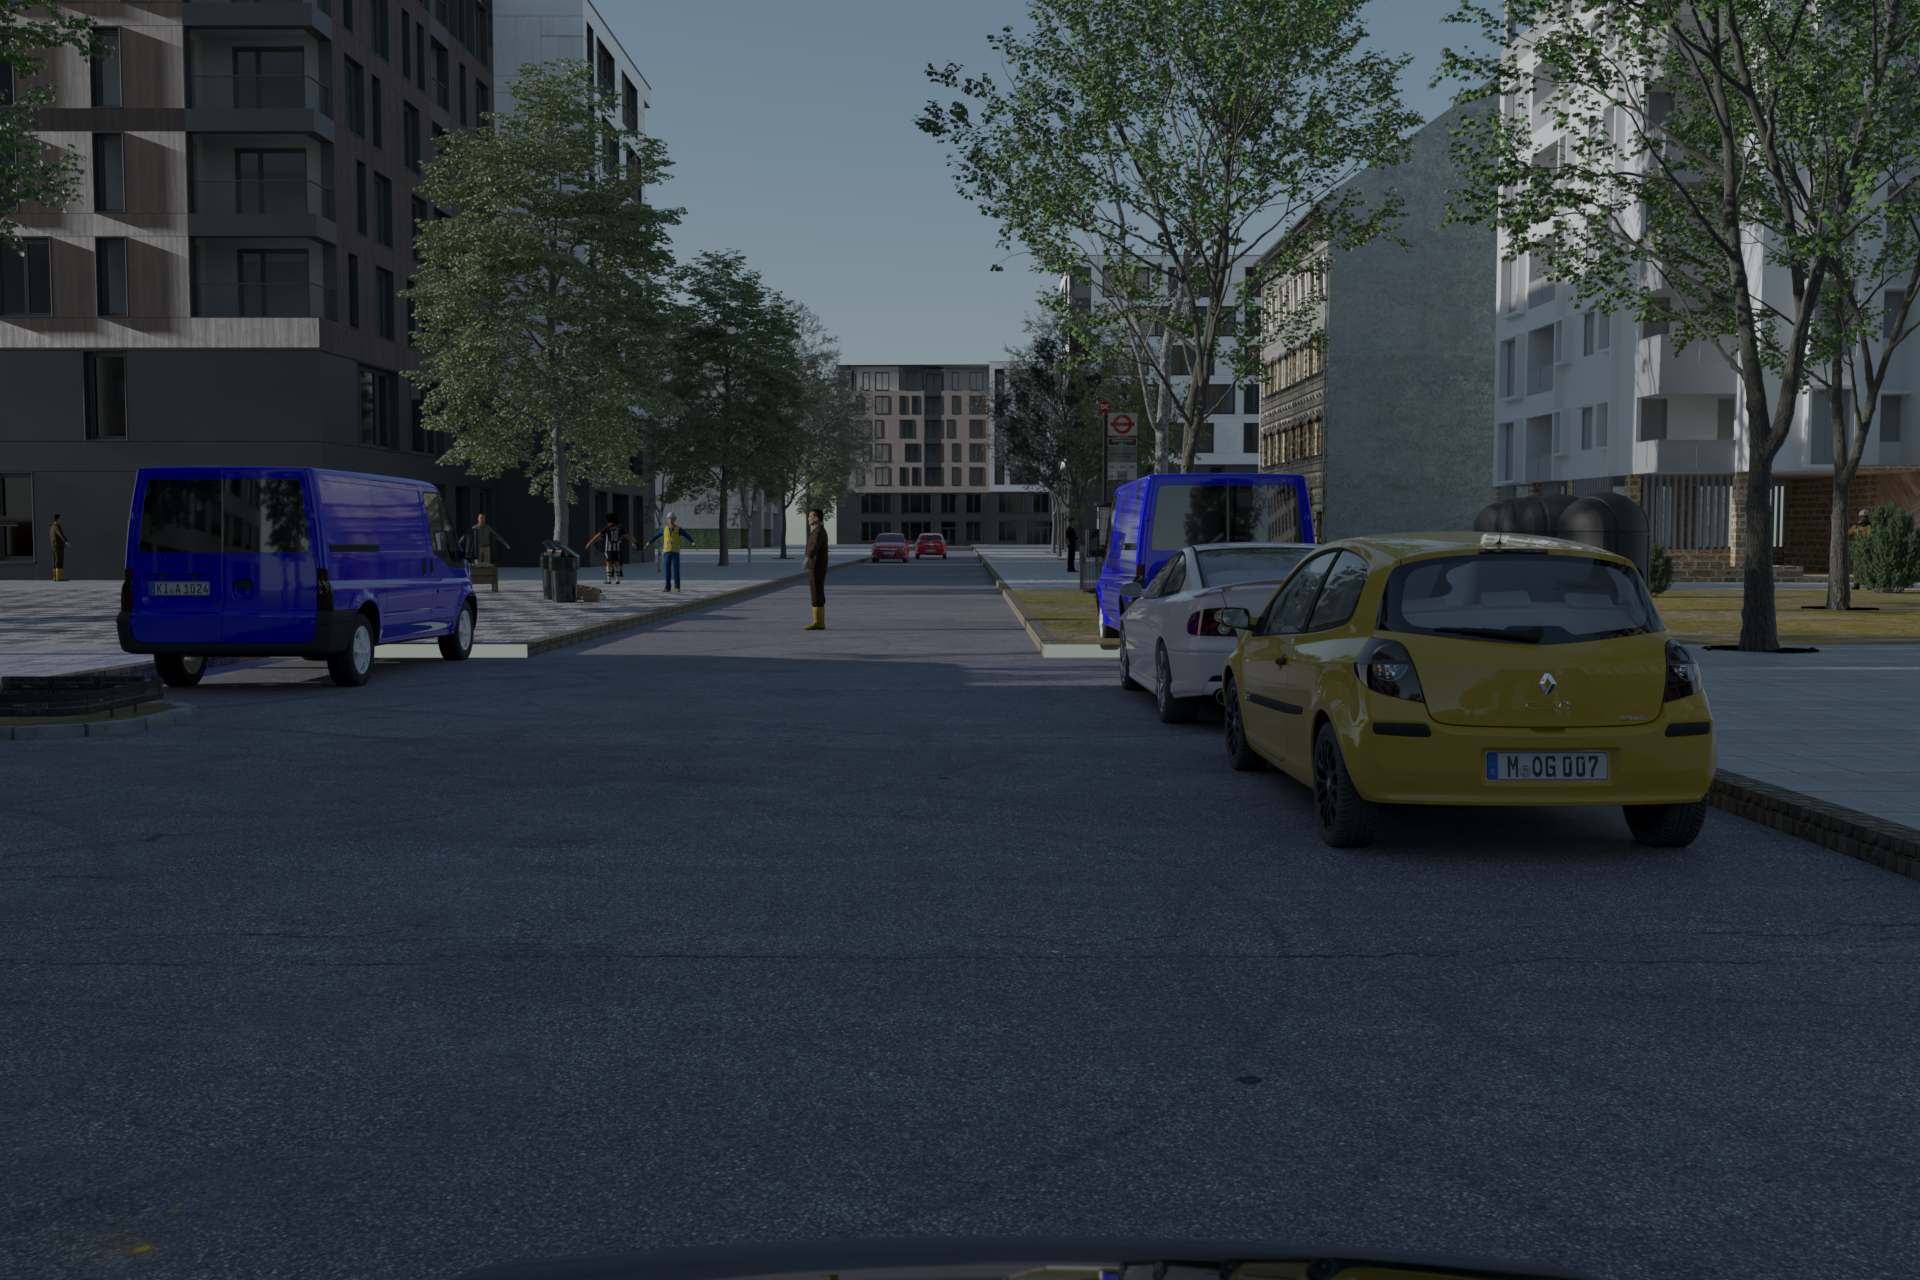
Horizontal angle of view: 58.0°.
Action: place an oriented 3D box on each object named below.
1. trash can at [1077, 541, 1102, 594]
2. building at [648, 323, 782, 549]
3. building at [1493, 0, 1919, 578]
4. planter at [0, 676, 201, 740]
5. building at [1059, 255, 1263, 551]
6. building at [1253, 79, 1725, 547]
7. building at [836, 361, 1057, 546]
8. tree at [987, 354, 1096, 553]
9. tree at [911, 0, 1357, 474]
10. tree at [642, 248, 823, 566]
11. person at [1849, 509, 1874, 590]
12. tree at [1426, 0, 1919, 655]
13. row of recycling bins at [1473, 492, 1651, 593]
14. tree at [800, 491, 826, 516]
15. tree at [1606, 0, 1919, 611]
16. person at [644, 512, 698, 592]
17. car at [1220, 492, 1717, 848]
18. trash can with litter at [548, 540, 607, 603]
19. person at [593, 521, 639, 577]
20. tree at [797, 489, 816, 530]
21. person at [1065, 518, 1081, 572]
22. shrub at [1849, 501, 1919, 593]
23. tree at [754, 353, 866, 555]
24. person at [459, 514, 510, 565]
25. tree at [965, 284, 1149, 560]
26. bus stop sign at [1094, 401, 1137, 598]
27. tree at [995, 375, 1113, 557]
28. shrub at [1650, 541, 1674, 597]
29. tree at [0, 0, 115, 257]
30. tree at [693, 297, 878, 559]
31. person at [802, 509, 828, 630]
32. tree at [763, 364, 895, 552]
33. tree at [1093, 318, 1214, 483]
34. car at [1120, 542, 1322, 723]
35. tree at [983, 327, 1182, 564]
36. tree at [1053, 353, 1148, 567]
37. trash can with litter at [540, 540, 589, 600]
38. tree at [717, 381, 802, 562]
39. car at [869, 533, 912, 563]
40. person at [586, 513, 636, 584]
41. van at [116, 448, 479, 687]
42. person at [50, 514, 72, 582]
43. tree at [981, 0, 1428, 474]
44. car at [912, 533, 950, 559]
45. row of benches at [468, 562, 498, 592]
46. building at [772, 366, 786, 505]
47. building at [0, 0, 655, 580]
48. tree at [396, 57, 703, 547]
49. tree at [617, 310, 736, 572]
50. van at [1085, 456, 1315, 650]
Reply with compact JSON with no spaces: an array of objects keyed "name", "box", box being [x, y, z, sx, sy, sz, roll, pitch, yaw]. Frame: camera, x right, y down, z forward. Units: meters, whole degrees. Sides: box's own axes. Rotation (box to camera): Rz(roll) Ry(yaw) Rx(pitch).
[{"name":"trash can","box":[2.893,-1.581,37.496,0.748,1.137,0.748,0,3,0]},{"name":"building","box":[-26.826,-18.017,161.037,16.747,18.905,31.486,0,4,1]},{"name":"building","box":[23.648,-12.337,58.130,16.016,20.090,11.380,0,4,0]},{"name":"planter","box":[-6.920,0.496,13.027,1.991,0.319,1.994,0,4,0]},{"name":"building","box":[22.029,-18.304,143.249,27.936,21.610,32.646,0,4,0]},{"name":"building","box":[26.065,-15.726,88.044,19.493,23.208,18.063,0,4,0]},{"name":"building","box":[1.866,-22.688,217.377,32.646,21.610,27.936,0,4,3]},{"name":"tree","box":[6.330,-12.521,115.085,12.009,13.543,11.850,0,3,0]},{"name":"tree","box":[4.851,-11.658,46.502,12.611,20.169,13.585,0,3,0]},{"name":"tree","box":[-9.145,-9.253,69.411,7.486,12.596,7.792,0,3,0]},{"name":"person","box":[20.769,-2.082,39.811,1.354,1.858,0.705,3,4,38]},{"name":"tree","box":[8.892,-5.687,18.738,9.928,11.665,9.643,0,3,0]},{"name":"row of recycling bins","box":[6.255,-0.686,18.334,1.069,1.692,3.534,0,4,0]},{"name":"tree","box":[-17.601,-16.340,217.513,4.360,8.622,3.978,0,3,0]},{"name":"tree","box":[15.117,-6.323,29.133,9.928,11.665,9.643,0,3,0]},{"name":"person","box":[-6.385,-1.947,38.290,1.216,1.772,0.721,0,4,6]},{"name":"car","box":[2.499,0.053,9.349,2.015,1.641,3.980,0,4,-1]},{"name":"trash can with litter","box":[-7.197,-1.297,32.594,1.055,1.170,0.624,0,4,1]},{"name":"person","box":[-10.302,-2.819,51.865,1.354,1.856,0.705,0,4,-6]},{"name":"tree","box":[-17.524,-16.061,212.951,4.360,8.622,3.978,0,3,0]},{"name":"person","box":[3.794,-3.211,58.432,0.705,1.837,1.347,2,4,24]},{"name":"shrub","box":[20.189,-2.032,37.641,1.690,2.028,1.600,0,3,0]},{"name":"tree","box":[-9.665,-11.650,108.599,7.486,12.596,7.792,0,3,0]},{"name":"person","box":[-12.263,-2.336,44.469,1.348,1.796,0.705,-2,4,-25]},{"name":"tree","box":[5.384,-10.756,86.227,12.009,13.543,11.850,0,3,0]},{"name":"bus stop sign","box":[3.120,-2.819,34.795,0.855,3.939,0.416,0,4,-2]},{"name":"tree","box":[5.782,-9.997,97.858,8.767,10.594,7.601,2,4,24]},{"name":"shrub","box":[13.974,-1.471,35.163,1.383,1.207,1.383,0,3,0]},{"name":"tree","box":[-13.094,-5.641,17.986,9.928,11.665,9.643,0,3,0]},{"name":"tree","box":[-9.000,-10.943,89.290,12.009,13.543,11.850,0,3,0]},{"name":"person","box":[-2.171,-1.061,25.943,0.704,1.812,1.346,0,4,2]},{"name":"tree","box":[-9.703,-13.010,123.085,12.009,13.543,11.850,0,3,0]},{"name":"tree","box":[6.349,-6.675,59.503,4.737,8.622,4.395,0,3,0]},{"name":"car","box":[2.430,-0.131,14.501,2.083,1.381,4.827,0,4,-1]},{"name":"tree","box":[5.275,-8.558,74.331,8.767,10.594,7.601,0,4,-1]},{"name":"tree","box":[5.448,-7.168,67.560,4.737,8.622,4.395,0,3,0]},{"name":"trash can with litter","box":[-7.674,-1.376,33.885,1.055,1.170,0.624,0,4,0]},{"name":"tree","box":[-9.643,-7.805,77.973,4.360,8.622,3.978,0,3,0]},{"name":"car","box":[-3.519,-4.822,87.878,2.155,1.783,4.494,0,3,0]},{"name":"person","box":[-8.916,-2.340,44.407,1.345,1.843,0.704,-2,4,-31]},{"name":"van","box":[-6.542,-0.828,17.929,2.240,2.365,5.245,0,3,0]},{"name":"person","box":[-24.357,-2.490,46.844,0.704,1.812,1.346,-3,5,-45]},{"name":"tree","box":[3.927,-6.294,28.663,9.928,11.665,9.643,0,3,0]},{"name":"car","box":[-1.665,-5.541,99.635,2.155,1.783,4.494,0,4,-1]},{"name":"row of benches","box":[-12.083,-1.374,37.926,4.104,0.672,1.422,-1,4,-21]},{"name":"building","box":[-24.748,-19.961,182.774,16.016,20.090,11.380,0,3,0]},{"name":"building","box":[-28.108,-13.435,63.638,27.936,21.610,32.646,0,3,0]},{"name":"tree","box":[-9.885,-7.558,41.705,7.486,12.596,7.792,0,3,0]},{"name":"tree","box":[-10.206,-6.558,57.590,4.360,8.622,3.978,0,3,0]},{"name":"van","box":[2.668,-0.941,19.775,2.240,2.365,5.245,0,4,-1]}]
